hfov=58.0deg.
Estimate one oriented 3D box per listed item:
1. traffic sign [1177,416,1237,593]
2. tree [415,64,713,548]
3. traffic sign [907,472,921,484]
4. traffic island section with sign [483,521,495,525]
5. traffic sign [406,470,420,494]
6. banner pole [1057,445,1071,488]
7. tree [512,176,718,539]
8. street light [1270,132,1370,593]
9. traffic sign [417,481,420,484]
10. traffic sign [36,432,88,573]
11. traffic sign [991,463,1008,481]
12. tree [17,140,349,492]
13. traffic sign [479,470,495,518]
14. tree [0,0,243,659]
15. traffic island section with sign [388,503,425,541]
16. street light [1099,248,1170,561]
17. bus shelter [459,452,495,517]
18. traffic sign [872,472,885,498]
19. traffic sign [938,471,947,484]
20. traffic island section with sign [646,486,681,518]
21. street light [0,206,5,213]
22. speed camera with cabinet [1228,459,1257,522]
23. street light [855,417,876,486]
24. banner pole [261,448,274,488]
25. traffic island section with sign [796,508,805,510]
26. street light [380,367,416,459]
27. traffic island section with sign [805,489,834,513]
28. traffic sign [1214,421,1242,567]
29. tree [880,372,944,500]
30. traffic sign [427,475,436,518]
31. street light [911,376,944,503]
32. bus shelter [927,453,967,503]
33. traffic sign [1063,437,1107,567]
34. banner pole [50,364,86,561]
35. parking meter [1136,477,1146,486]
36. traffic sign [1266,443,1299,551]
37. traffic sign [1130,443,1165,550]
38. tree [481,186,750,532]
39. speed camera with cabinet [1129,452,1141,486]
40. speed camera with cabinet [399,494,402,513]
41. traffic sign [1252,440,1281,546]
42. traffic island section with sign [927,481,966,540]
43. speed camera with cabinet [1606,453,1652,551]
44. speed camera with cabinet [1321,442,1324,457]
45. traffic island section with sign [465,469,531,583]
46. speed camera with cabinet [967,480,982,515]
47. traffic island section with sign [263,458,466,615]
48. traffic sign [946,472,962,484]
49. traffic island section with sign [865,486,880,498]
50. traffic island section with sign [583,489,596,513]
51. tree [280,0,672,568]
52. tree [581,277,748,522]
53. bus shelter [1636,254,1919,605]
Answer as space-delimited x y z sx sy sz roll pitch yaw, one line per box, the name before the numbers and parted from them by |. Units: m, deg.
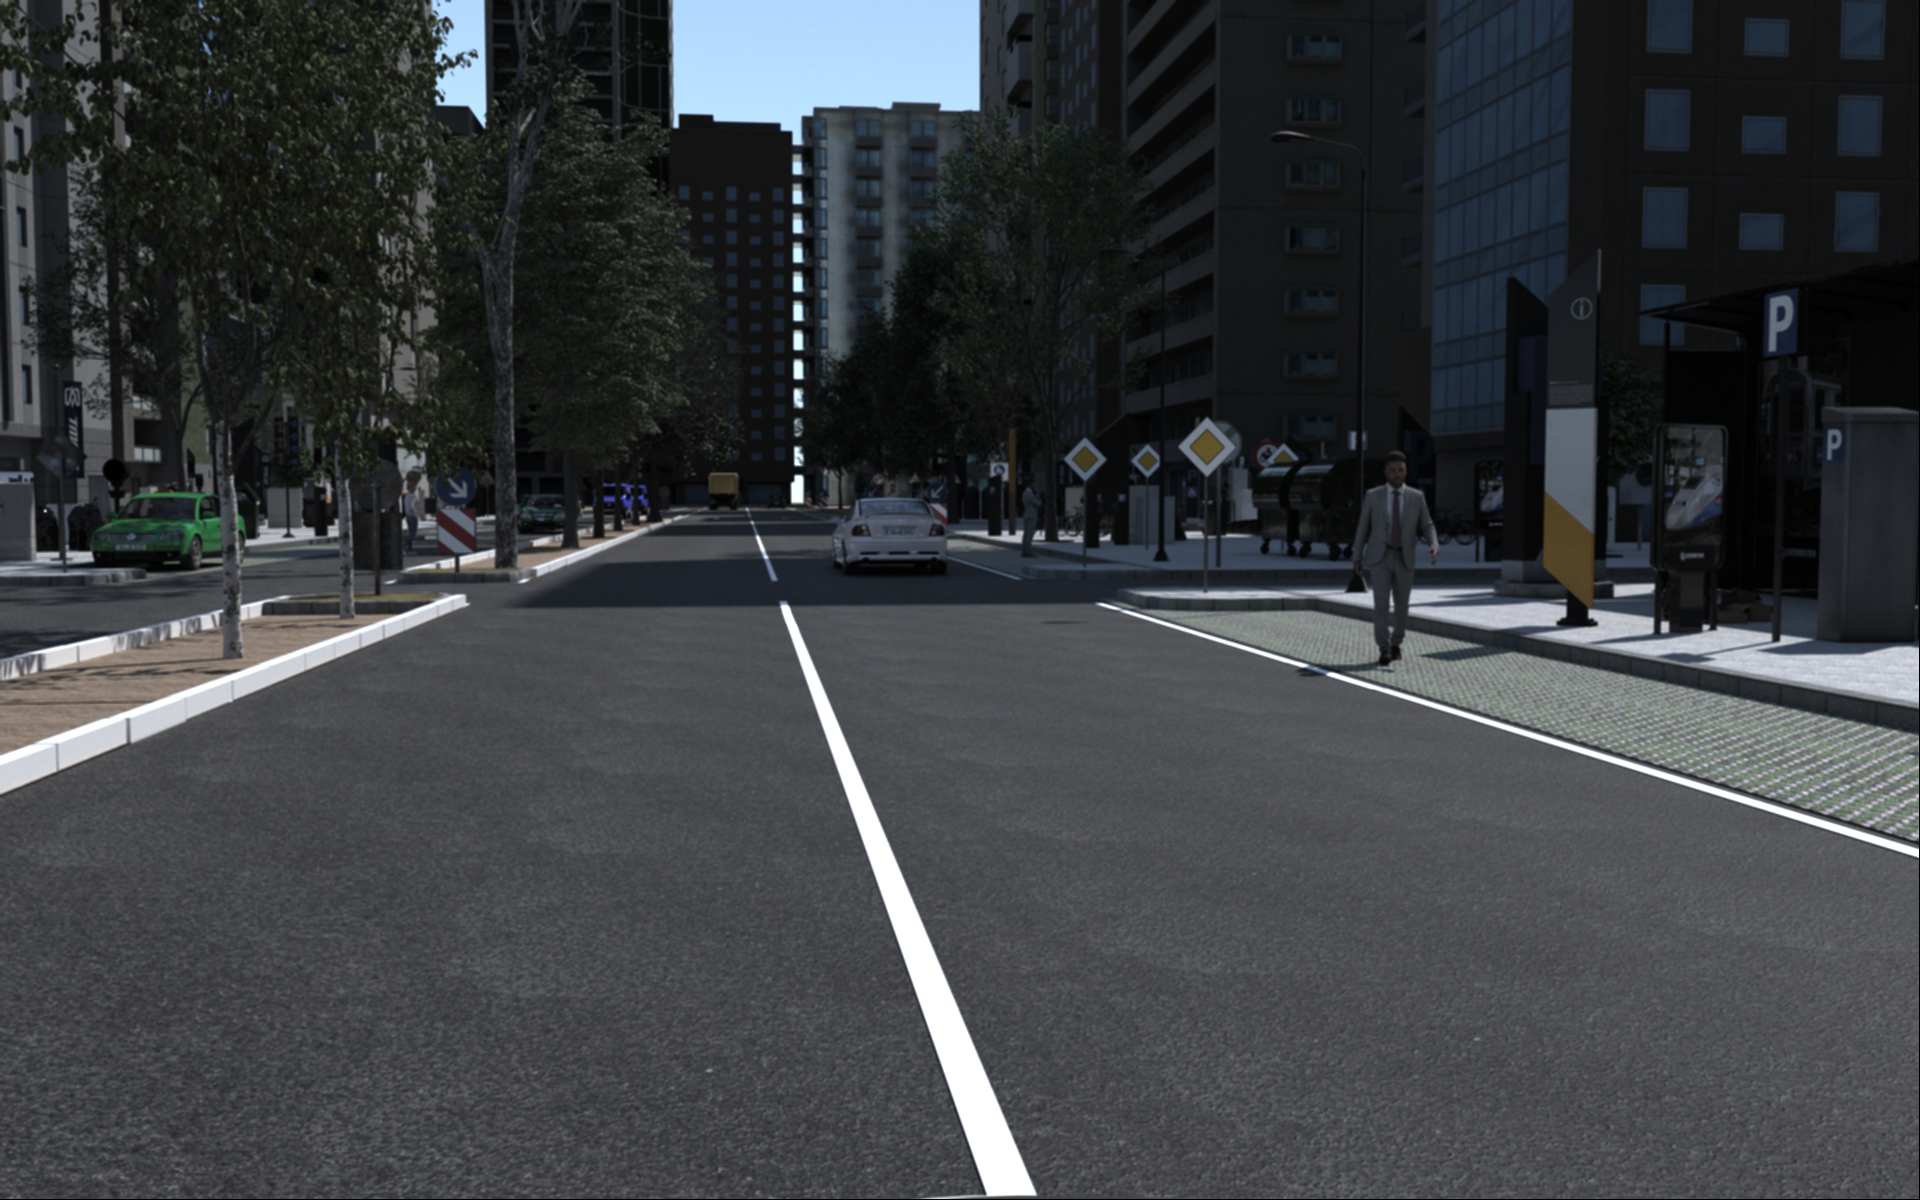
traffic sign | 3.184 -1.148 22.418 0.795 2.450 0.064 0 4 -7
tree | -10.489 -7.671 46.011 7.486 12.596 7.792 0 3 0
traffic sign | -2.469 -5.783 94.550 0.884 2.594 0.081 0 4 -2
traffic island section with sign | -20.852 -4.357 79.869 1.989 1.847 2.006 0 4 -7
traffic sign | -28.942 -5.603 91.715 0.768 2.556 0.104 0 4 -3
banner pole | 5.397 -6.060 89.096 0.863 3.779 0.401 -1 4 -8
tree | -11.500 -7.775 55.328 9.928 11.665 9.643 0 3 0
street light | 4.669 -3.053 22.453 1.470 5.913 1.316 0 4 -7
traffic sign | -29.498 -5.712 93.504 0.768 2.556 0.104 0 4 -4
traffic sign | -14.631 -1.505 28.245 0.795 2.450 0.064 0 4 -7
traffic sign | 1.273 -3.296 56.023 0.606 2.300 0.079 0 4 -2
tree | -19.880 -6.723 44.332 8.767 10.594 7.601 -1 4 -13
traffic sign | -25.416 -5.699 93.190 0.884 2.594 0.081 0 4 -6
tree | -6.227 -3.773 14.514 4.737 8.622 4.395 0 3 0
traffic island section with sign | -17.420 -2.699 52.754 1.989 1.847 2.006 0 4 -7
street light | 3.315 -3.692 32.903 1.470 5.913 1.316 0 4 -7
bus shelter | -27.501 -6.639 99.825 1.731 3.624 6.357 0 4 -7
traffic sign | -4.721 -6.148 100.623 0.768 2.556 0.104 0 4 -4
traffic sign | -0.964 -5.749 93.993 0.884 2.594 0.081 0 4 -3
traffic island section with sign | -17.684 -5.821 103.310 2.006 1.907 1.989 0 4 -7
street light | -16.037 -3.385 27.886 1.470 5.913 1.316 0 4 -7
speed camera with cabinet | 9.770 -4.003 59.780 0.660 3.252 2.038 0 4 -4
street light | -5.621 -8.034 103.890 1.470 5.913 1.316 0 4 -7
banner pole | -37.270 -6.326 93.439 0.401 3.779 0.863 3 5 43
traffic island section with sign | -14.097 -9.222 159.408 1.989 1.847 2.006 0 4 -7
street light | -20.582 -5.554 63.355 1.470 5.913 1.316 0 4 -7
traffic island section with sign | -10.575 -7.526 131.670 1.989 1.847 2.006 0 4 -7
traffic sign | 4.532 -1.847 30.306 0.768 2.556 0.104 0 4 -4
tree | -2.055 -8.402 87.738 4.737 8.622 4.395 0 3 0
traffic sign | -28.185 -5.669 92.797 0.768 2.556 0.104 0 4 -4
street light | -1.215 -5.849 68.171 1.470 5.913 1.316 0 4 -7
bus shelter | -0.763 -6.752 101.685 1.731 3.624 6.357 0 4 -7
traffic sign | 2.183 -1.633 30.341 0.795 2.450 0.064 0 4 -7
banner pole | -17.334 -2.669 33.660 0.401 3.779 0.863 1 4 18
parking meter | 6.171 -3.239 58.676 0.399 1.863 0.255 0 4 6
traffic sign | 7.271 -2.312 38.987 0.795 2.450 0.064 0 4 -3
traffic sign | 4.279 -2.350 39.609 0.795 2.450 0.064 0 4 -5
tree | -13.128 -9.381 66.201 12.009 13.543 11.850 0 3 0
speed camera with cabinet | 7.384 -5.290 80.829 2.038 3.252 0.660 2 4 26
speed camera with cabinet | -27.545 -5.411 82.810 0.660 3.252 2.038 1 4 17
traffic sign | 7.224 -2.482 40.680 0.768 2.556 0.104 0 4 1
traffic island section with sign | -0.914 -2.843 55.108 1.989 1.847 2.006 0 4 -7
speed camera with cabinet | 14.644 -2.726 38.909 2.038 3.252 0.660 -1 4 -11
speed camera with cabinet | 14.384 -4.405 66.365 2.038 3.252 0.660 -1 4 -19
traffic island section with sign | -8.258 -1.262 28.762 2.006 1.907 1.989 0 4 -7
speed camera with cabinet | 0.789 -6.831 106.025 2.038 3.252 0.660 -1 4 -18
traffic island section with sign | -7.340 -0.812 21.412 2.006 1.907 1.989 0 4 -7
traffic sign | -0.322 -5.675 92.795 0.884 2.594 0.081 0 4 -5
traffic island section with sign | -4.291 -4.479 81.852 1.989 1.847 2.006 0 4 -7
traffic island section with sign | -27.090 -7.386 129.394 1.989 1.847 2.006 0 4 -7
tree | -10.012 -10.701 33.310 12.611 20.169 13.585 0 3 0
tree | -15.761 -10.372 89.053 9.611 12.733 9.660 0 3 0
bus shelter | 9.962 -1.727 19.514 1.731 3.624 6.357 0 4 -7
